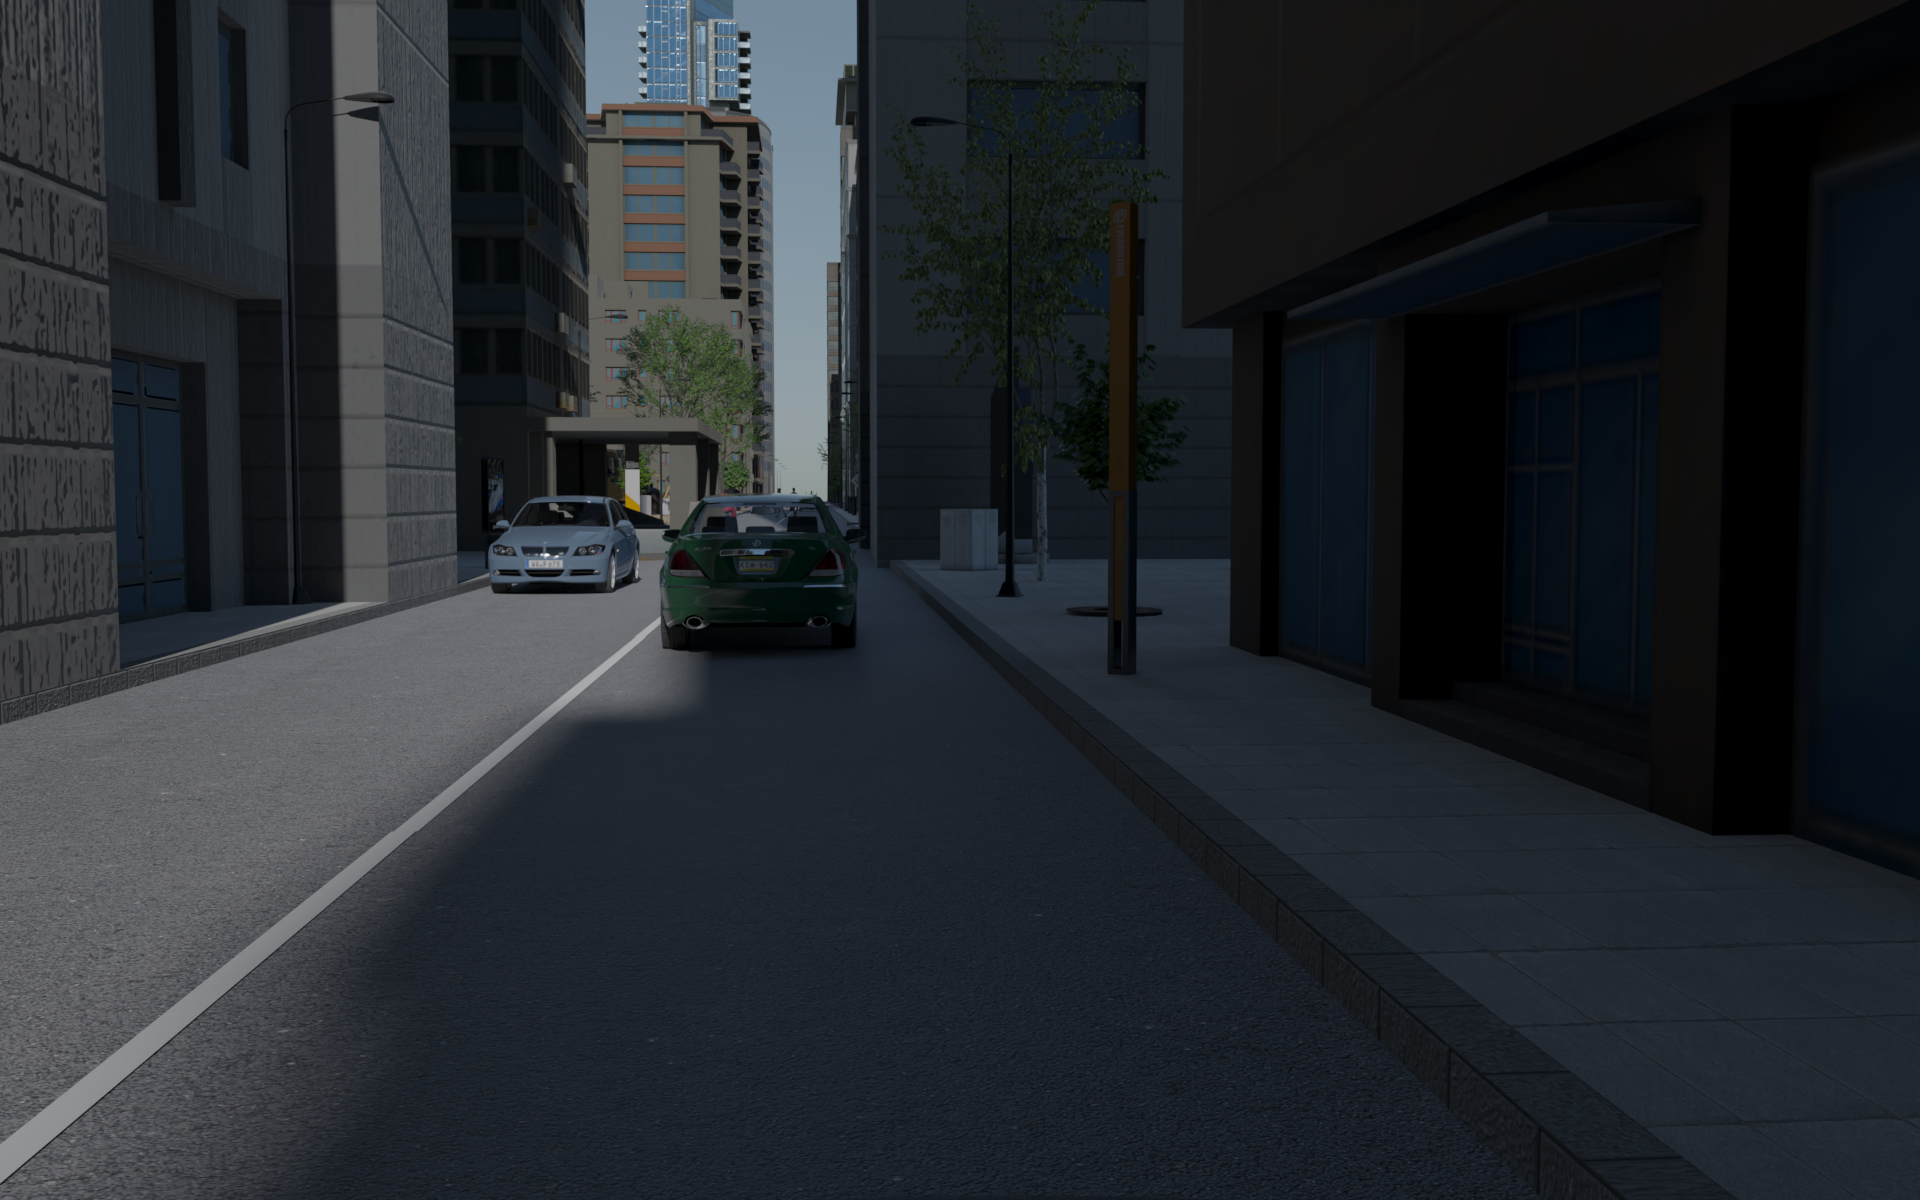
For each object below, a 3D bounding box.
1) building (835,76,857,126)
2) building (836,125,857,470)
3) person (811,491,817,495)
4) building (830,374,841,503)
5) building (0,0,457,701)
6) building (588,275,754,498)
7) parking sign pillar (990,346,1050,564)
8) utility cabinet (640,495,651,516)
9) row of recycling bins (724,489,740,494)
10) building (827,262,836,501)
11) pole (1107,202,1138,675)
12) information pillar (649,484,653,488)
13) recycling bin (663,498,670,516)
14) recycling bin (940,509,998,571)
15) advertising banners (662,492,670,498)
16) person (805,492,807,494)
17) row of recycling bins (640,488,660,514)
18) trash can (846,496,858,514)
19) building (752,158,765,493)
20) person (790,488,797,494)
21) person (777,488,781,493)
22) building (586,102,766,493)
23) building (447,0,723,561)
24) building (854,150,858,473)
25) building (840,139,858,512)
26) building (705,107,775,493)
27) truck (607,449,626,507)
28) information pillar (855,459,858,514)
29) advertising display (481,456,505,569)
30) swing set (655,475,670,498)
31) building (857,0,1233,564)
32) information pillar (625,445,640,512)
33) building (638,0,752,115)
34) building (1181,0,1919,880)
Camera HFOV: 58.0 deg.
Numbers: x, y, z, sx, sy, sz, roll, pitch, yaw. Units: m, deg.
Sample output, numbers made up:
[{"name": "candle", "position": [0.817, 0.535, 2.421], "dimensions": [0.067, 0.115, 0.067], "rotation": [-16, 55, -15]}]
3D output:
[{"name": "building", "position": [-0.949, -38.374, 216.646], "dimensions": [28.713, 52.752, 27.495], "rotation": [0, 4, -5]}, {"name": "building", "position": [-6.467, -31.322, 195.709], "dimensions": [14.154, 41.232, 14.086], "rotation": [0, 4, -5]}, {"name": "person", "position": [-13.216, -8.983, 156.172], "dimensions": [0.742, 1.727, 0.445], "rotation": [0, 4, 6]}, {"name": "building", "position": [-5.871, -25.672, 264.780], "dimensions": [27.650, 21.520, 28.899], "rotation": [0, 4, -5]}, {"name": "building", "position": [-16.399, -28.499, 7.954], "dimensions": [21.231, 58.520, 28.212], "rotation": [0, 4, -5]}, {"name": "building", "position": [-34.401, -19.706, 167.235], "dimensions": [27.650, 21.520, 28.899], "rotation": [0, 4, -5]}, {"name": "parking sign pillar", "position": [0.952, -2.677, 32.241], "dimensions": [1.447, 3.967, 1.447], "rotation": [-1, 4, -16]}, {"name": "utility cabinet", "position": [-16.738, -4.946, 92.036], "dimensions": [0.306, 1.237, 1.020], "rotation": [-2, 4, -34]}, {"name": "row of recycling bins", "position": [-17.829, -7.804, 134.702], "dimensions": [1.069, 1.692, 3.534], "rotation": [-1, 4, -18]}, {"name": "building", "position": [-16.449, -38.074, 306.103], "dimensions": [14.154, 41.232, 14.086], "rotation": [0, 4, -5]}, {"name": "pole", "position": [1.155, -1.126, 12.261], "dimensions": [0.158, 3.312, 0.155], "rotation": [0, 3, 0]}, {"name": "information pillar", "position": [-20.139, -6.612, 112.591], "dimensions": [0.304, 2.012, 0.304], "rotation": [3, 5, 42]}, {"name": "recycling bin", "position": [-17.478, -5.591, 103.967], "dimensions": [0.722, 1.027, 0.722], "rotation": [0, 4, 3]}, {"name": "recycling bin", "position": [0.154, -1.020, 29.232], "dimensions": [0.722, 1.027, 0.722], "rotation": [3, 5, 41]}, {"name": "advertising banners", "position": [-23.091, -8.707, 138.540], "dimensions": [2.074, 3.025, 0.090], "rotation": [0, 4, 1]}, {"name": "person", "position": [-21.194, -14.065, 239.197], "dimensions": [0.721, 1.736, 1.217], "rotation": [1, 4, 12]}, {"name": "row of recycling bins", "position": [-20.394, -6.243, 109.191], "dimensions": [1.069, 1.692, 3.534], "rotation": [3, 4, 37]}, {"name": "trash can", "position": [-7.037, -6.197, 112.966], "dimensions": [0.748, 1.137, 0.748], "rotation": [0, 3, 0]}, {"name": "building", "position": [-32.352, -34.745, 218.192], "dimensions": [14.600, 45.320, 14.200], "rotation": [0, 4, -5]}, {"name": "person", "position": [-10.297, -6.061, 107.557], "dimensions": [0.622, 1.834, 0.822], "rotation": [1, 4, 9]}, {"name": "person", "position": [-10.792, -5.835, 104.180], "dimensions": [0.850, 1.792, 0.678], "rotation": [0, 4, -1]}, {"name": "building", "position": [-33.457, -33.132, 196.328], "dimensions": [22.147, 44.769, 28.867], "rotation": [0, 4, -5]}, {"name": "building", "position": [-22.433, -21.424, 42.165], "dimensions": [32.217, 40.220, 23.993], "rotation": [0, 4, -5]}, {"name": "building", "position": [0.549, -19.519, 112.650], "dimensions": [14.314, 27.812, 24.014], "rotation": [0, 4, -5]}, {"name": "building", "position": [-3.819, -22.121, 139.177], "dimensions": [11.434, 29.767, 29.804], "rotation": [0, 4, -5]}, {"name": "building", "position": [-39.207, -44.135, 263.599], "dimensions": [21.231, 58.520, 28.212], "rotation": [0, 4, -5]}, {"name": "truck", "position": [-18.085, -4.760, 73.750], "dimensions": [9.791, 3.379, 3.469], "rotation": [0, 4, -3]}, {"name": "information pillar", "position": [-6.879, -7.523, 114.362], "dimensions": [0.183, 3.616, 0.504], "rotation": [0, 4, -7]}, {"name": "advertising display", "position": [-8.101, -1.520, 30.068], "dimensions": [0.123, 1.923, 0.974], "rotation": [0, 4, 2]}, {"name": "swing set", "position": [-20.355, -7.832, 125.675], "dimensions": [2.862, 2.851, 3.119], "rotation": [-1, 4, -16]}, {"name": "building", "position": [7.668, -30.865, 46.642], "dimensions": [21.231, 58.520, 28.212], "rotation": [0, 4, -5]}, {"name": "information pillar", "position": [-11.045, -4.105, 58.465], "dimensions": [0.504, 3.616, 0.183], "rotation": [-1, 4, -14]}, {"name": "building", "position": [-42.730, -59.962, 293.054], "dimensions": [22.319, 86.520, 31.000], "rotation": [0, 4, -5]}, {"name": "building", "position": [9.373, -21.838, 7.169], "dimensions": [14.600, 45.320, 14.200], "rotation": [0, 4, -5]}]
